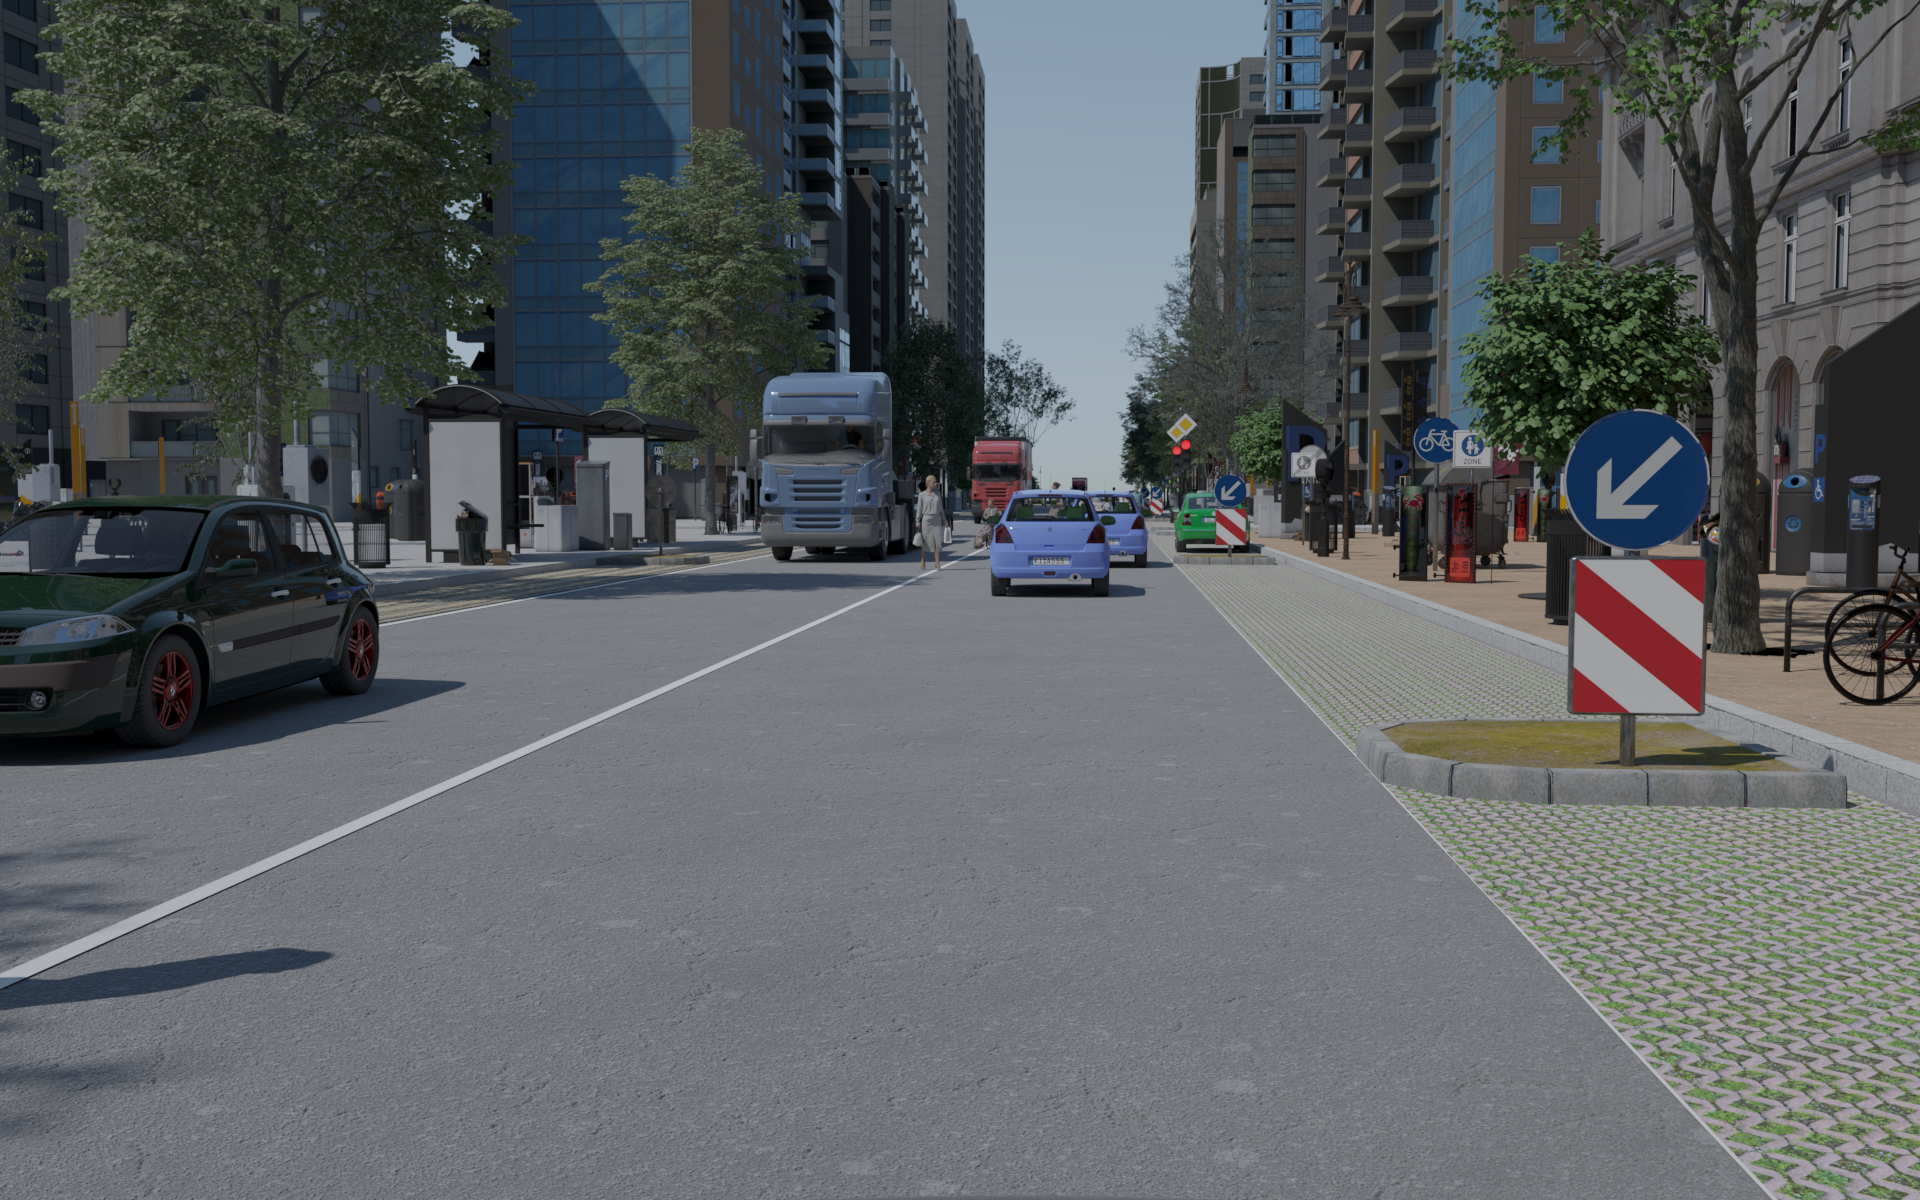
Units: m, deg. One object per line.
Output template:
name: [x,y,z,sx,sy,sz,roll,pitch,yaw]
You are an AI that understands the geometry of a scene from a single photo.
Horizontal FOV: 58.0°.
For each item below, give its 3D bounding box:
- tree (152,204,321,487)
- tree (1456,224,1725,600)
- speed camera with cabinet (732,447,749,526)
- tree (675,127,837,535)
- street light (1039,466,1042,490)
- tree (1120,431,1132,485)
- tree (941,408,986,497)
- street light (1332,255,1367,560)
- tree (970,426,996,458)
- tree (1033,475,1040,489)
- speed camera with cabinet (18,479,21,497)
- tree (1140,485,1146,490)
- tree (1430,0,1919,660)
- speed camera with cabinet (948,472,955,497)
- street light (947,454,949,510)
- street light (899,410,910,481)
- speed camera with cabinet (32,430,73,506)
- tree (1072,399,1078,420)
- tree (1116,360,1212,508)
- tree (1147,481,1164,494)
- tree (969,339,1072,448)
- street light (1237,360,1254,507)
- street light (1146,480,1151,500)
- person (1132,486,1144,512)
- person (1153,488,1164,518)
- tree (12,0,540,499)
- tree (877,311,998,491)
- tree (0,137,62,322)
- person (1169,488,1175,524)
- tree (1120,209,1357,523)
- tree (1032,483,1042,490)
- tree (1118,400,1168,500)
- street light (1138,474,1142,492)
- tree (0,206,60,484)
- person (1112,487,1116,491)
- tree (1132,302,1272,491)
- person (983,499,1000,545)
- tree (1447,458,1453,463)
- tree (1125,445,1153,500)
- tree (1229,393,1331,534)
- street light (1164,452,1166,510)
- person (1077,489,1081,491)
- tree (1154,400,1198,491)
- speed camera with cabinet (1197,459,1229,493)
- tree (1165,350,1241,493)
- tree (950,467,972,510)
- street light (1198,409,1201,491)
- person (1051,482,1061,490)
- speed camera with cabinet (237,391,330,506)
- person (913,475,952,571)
tree: [-17.587,-5.631,42.430,4.360,8.622,3.978,0,3,0]
tree: [7.592,-2.289,21.135,4.285,4.588,4.351,0,3,0]
speed camera with cabinet: [-8.894,-4.596,69.484,0.660,3.252,2.038,0,4,3]
tree: [-7.704,-8.292,53.697,7.486,12.596,7.792,0,3,0]
street light: [13.117,-18.962,282.818,0.468,5.910,1.993,0,4,5]
tree: [27.266,-20.875,259.424,7.486,12.596,7.792,0,3,0]
tree: [-0.157,-10.970,129.720,4.737,8.622,4.395,0,3,0]
street light: [7.556,-3.728,33.734,0.468,5.910,1.993,0,4,5]
tree: [2.850,-13.933,178.173,4.360,8.622,3.978,0,3,0]
tree: [10.376,-16.916,260.289,4.285,4.588,4.351,0,3,0]
speed camera with cabinet: [-43.258,-5.325,81.402,0.660,3.252,2.038,1,4,16]
tree: [29.021,-16.953,271.774,1.663,3.219,1.824,0,3,0]
tree: [6.135,-5.382,13.746,9.928,11.665,9.643,0,3,0]
speed camera with cabinet: [-1.381,-8.577,134.572,2.038,3.252,0.660,-2,4,-28]
street light: [-0.841,-9.086,121.347,0.468,5.910,1.993,0,4,5]
street light: [-3.062,-7.517,95.688,0.468,5.910,1.993,0,4,5]
speed camera with cabinet: [-28.182,-3.651,54.035,0.660,3.252,2.038,0,4,-3]
tree: [10.316,-23.400,238.471,12.611,20.169,13.585,0,3,0]
tree: [19.029,-15.311,156.989,9.857,13.997,8.962,0,3,0]
tree: [22.039,-11.983,190.521,1.663,3.219,1.824,0,3,0]
tree: [6.622,-21.596,208.975,12.611,20.169,13.585,0,3,0]
street light: [9.821,-5.312,59.647,0.468,5.910,1.993,0,4,5]
street light: [23.561,-15.044,218.758,0.468,5.910,1.993,0,4,5]
person: [8.659,-4.647,84.499,0.660,1.820,0.620,0,4,3]
person: [11.092,-5.380,96.639,0.728,1.800,0.709,-1,4,-18]
tree: [-9.548,-6.499,24.387,7.486,12.596,7.792,0,3,0]
tree: [-2.139,-11.734,108.860,9.611,12.733,9.660,0,3,0]
tree: [-18.561,-4.939,31.116,4.737,8.622,4.395,0,3,0]
person: [10.303,-4.583,83.617,0.473,1.802,0.592,1,4,10]
tree: [11.991,-10.109,75.646,12.009,13.543,11.850,0,3,0]
tree: [13.357,-18.398,295.415,1.663,3.219,1.824,0,3,0]
tree: [23.859,-17.835,208.607,9.611,12.733,9.660,0,3,0]
street light: [28.422,-18.542,275.942,0.468,5.910,1.993,0,4,5]
tree: [-23.615,-5.573,41.483,4.360,8.622,3.978,0,3,0]
person: [9.100,-5.795,103.028,0.659,1.850,0.755,2,4,33]
tree: [14.753,-11.268,102.359,7.486,12.596,7.792,0,3,0]
person: [0.896,-2.199,48.725,0.475,1.303,0.640,0,4,-7]
tree: [21.009,-4.842,73.773,1.663,3.219,1.824,0,3,0]
tree: [31.040,-21.795,290.759,7.601,10.594,8.767,3,5,41]
tree: [10.416,-4.441,56.325,4.285,4.588,4.351,0,3,0]
street light: [16.883,-10.380,142.492,0.468,5.910,1.993,0,4,5]
person: [9.293,-7.743,135.075,0.580,1.828,0.573,3,5,42]
tree: [16.784,-11.116,132.115,4.737,8.622,4.395,0,3,0]
speed camera with cabinet: [13.205,-5.787,88.950,2.038,3.252,0.660,-1,4,-19]
tree: [12.227,-8.252,85.282,4.360,8.622,3.978,0,3,0]
tree: [0.278,-9.569,140.174,4.285,4.588,4.351,0,3,0]
street light: [12.529,-7.216,90.771,0.468,5.910,1.993,0,4,5]
person: [2.703,-2.528,50.172,0.374,1.781,0.599,-3,4,-36]
speed camera with cabinet: [-12.525,-2.310,32.107,0.660,3.252,2.038,1,4,14]
person: [-0.526,-1.451,32.582,0.694,1.780,0.624,-1,4,-9]
